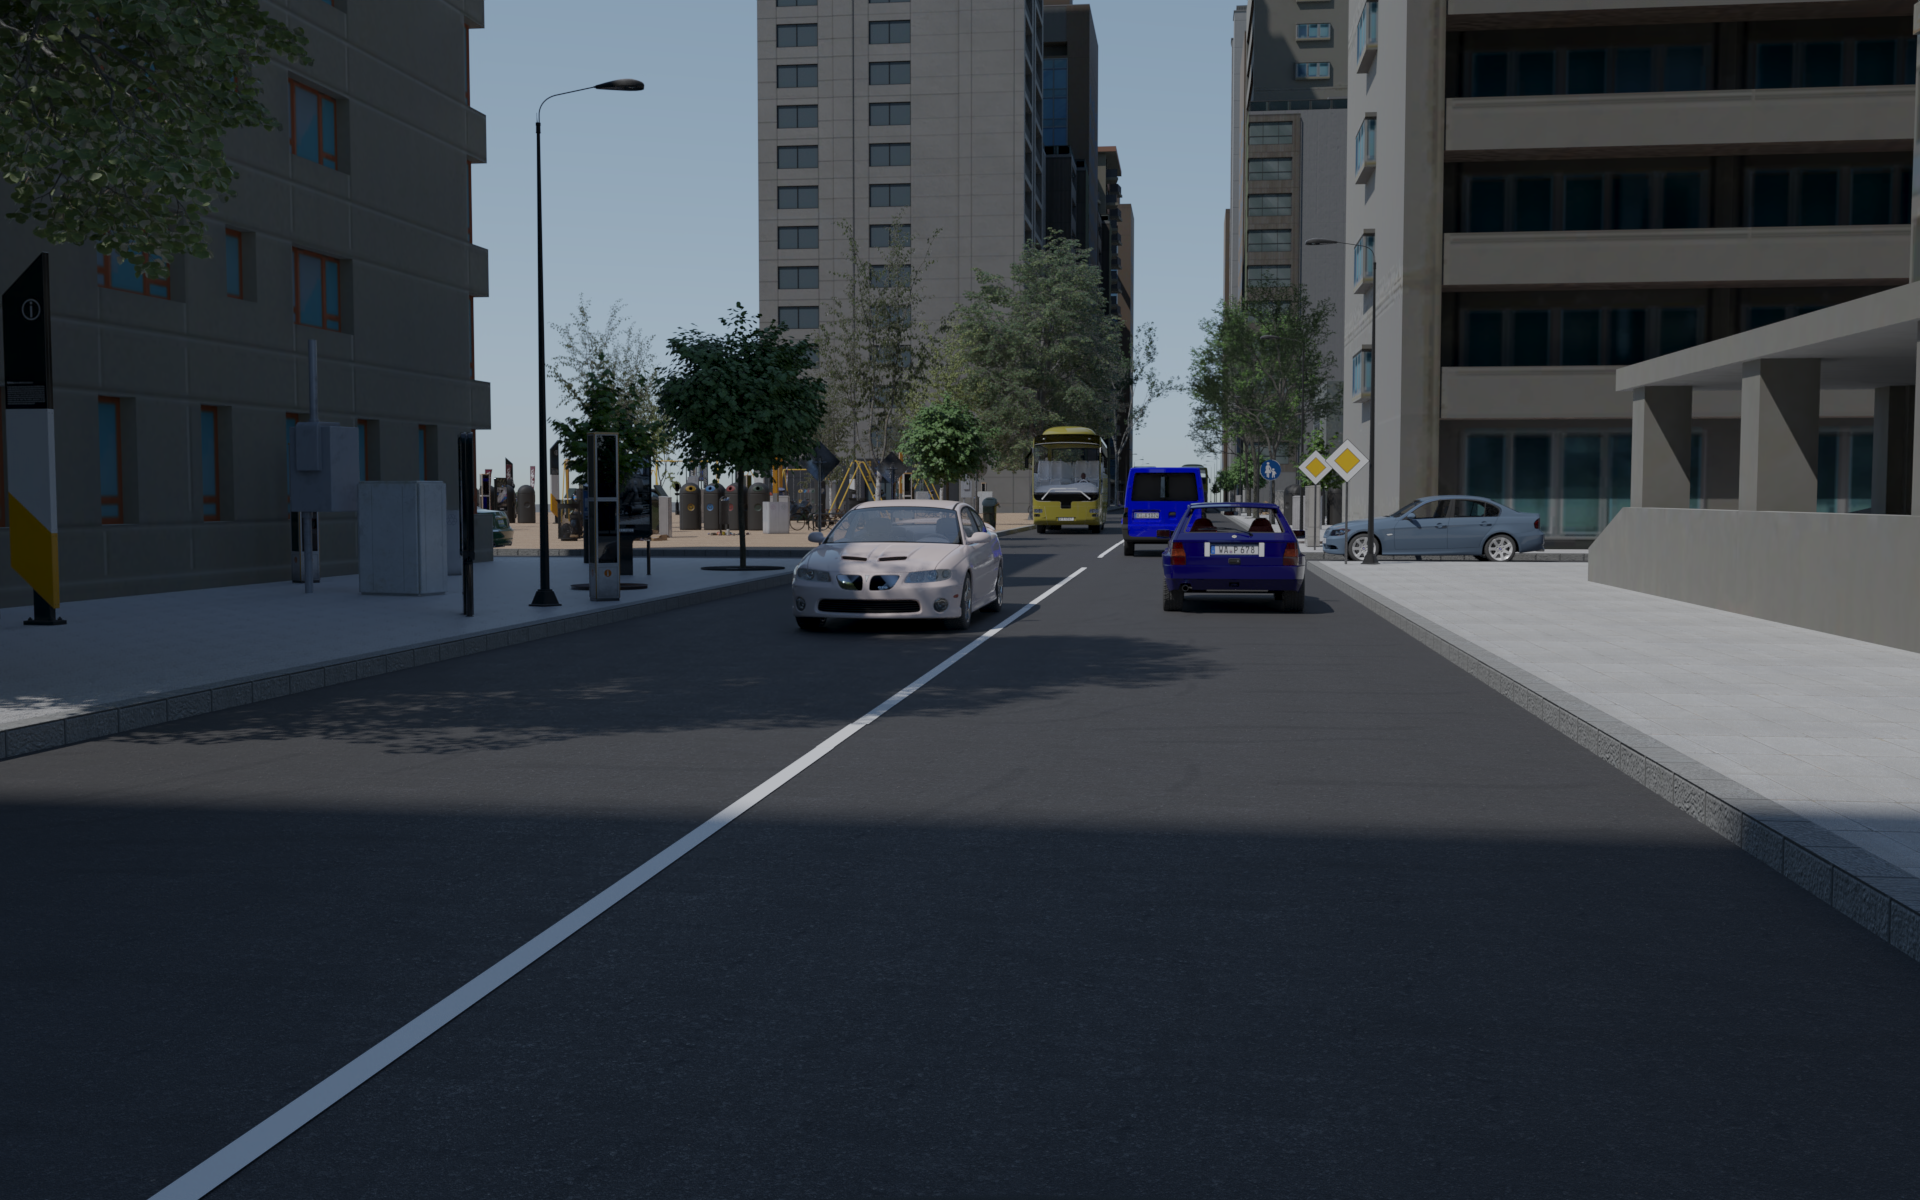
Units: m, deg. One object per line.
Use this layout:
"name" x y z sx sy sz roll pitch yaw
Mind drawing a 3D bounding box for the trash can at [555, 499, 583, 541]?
"trash can" -10.679 -2.181 47.309 0.748 1.137 0.748 0 3 0

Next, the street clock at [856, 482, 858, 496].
"street clock" -6.270 -6.087 104.095 0.358 2.002 0.471 -1 4 -9

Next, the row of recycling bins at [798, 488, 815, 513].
"row of recycling bins" -9.873 -6.601 115.043 1.069 1.692 3.534 -2 4 -24

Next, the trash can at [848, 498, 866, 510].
"trash can" -4.004 -3.416 67.497 0.748 1.137 0.748 0 3 0

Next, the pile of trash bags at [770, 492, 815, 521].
"pile of trash bags" -8.579 -4.558 84.281 1.912 1.369 3.447 -3 5 -41

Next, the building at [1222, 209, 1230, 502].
"building" 46.952 -37.477 262.858 14.600 45.320 14.200 0 4 8

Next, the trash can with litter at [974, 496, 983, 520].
"trash can with litter" 0.861 -4.590 86.105 1.678 1.210 2.233 -1 4 -21

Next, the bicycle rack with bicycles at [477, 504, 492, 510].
"bicycle rack with bicycles" -20.898 -3.693 73.768 2.852 0.926 2.925 0 4 -5

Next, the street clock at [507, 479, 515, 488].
"street clock" -21.401 -4.766 82.498 0.358 2.002 0.471 0 4 -2

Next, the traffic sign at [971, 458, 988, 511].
"traffic sign" 0.540 -3.525 57.732 0.768 2.556 0.104 1 4 14

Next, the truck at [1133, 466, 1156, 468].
"truck" 18.502 -11.229 173.357 2.967 4.110 18.799 0 4 6

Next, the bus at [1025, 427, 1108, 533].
"bus" 4.323 -4.596 66.692 2.896 3.916 12.252 0 4 6

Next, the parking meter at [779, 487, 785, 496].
"parking meter" -6.874 -3.536 66.220 0.372 1.533 0.369 0 3 0

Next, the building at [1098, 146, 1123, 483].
"building" 8.636 -34.242 214.472 22.147 44.769 28.867 0 4 8

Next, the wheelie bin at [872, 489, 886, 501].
"wheelie bin" -5.417 -6.659 116.777 0.980 1.594 0.693 -3 4 -36

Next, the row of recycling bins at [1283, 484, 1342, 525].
"row of recycling bins" 15.090 -3.927 71.315 3.534 1.692 1.069 -1 4 -9

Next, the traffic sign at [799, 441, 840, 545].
"traffic sign" -2.660 -1.788 32.882 0.795 2.450 0.064 0 4 8

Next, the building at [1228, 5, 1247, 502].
"building" 43.422 -40.903 210.769 21.231 58.520 28.212 0 4 8

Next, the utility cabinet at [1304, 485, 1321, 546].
"utility cabinet" 8.629 -2.066 42.465 0.318 1.500 1.173 0 4 8

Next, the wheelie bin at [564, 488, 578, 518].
"wheelie bin" -20.207 -5.041 90.324 0.980 1.594 0.693 3 5 39

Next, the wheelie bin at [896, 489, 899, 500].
"wheelie bin" -3.500 -5.869 103.859 0.980 1.594 0.693 0 4 -7

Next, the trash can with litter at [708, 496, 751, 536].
"trash can with litter" -7.102 -2.641 54.237 1.678 1.210 2.233 1 4 20

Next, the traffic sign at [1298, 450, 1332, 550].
"traffic sign" 8.100 -2.192 39.490 0.795 2.450 0.064 0 4 8

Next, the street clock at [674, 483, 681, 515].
"street clock" -17.374 -6.227 106.381 0.471 2.002 0.358 -3 5 -42

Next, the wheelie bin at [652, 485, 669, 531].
"wheelie bin" -10.271 -3.111 58.770 0.693 1.594 0.980 1 4 12

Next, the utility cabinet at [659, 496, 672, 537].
"utility cabinet" -8.728 -2.461 51.397 0.306 1.237 1.020 0 4 -4

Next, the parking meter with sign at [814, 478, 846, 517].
"parking meter with sign" -7.147 -6.060 95.336 1.738 3.016 0.543 0 4 -6

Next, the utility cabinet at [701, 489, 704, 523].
"utility cabinet" -11.170 -4.129 76.193 1.173 1.500 0.318 -3 4 -39

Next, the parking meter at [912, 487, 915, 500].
"parking meter" -1.821 -3.303 62.423 0.372 1.533 0.369 0 3 0

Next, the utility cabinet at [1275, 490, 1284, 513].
"utility cabinet" 19.405 -5.815 103.759 1.173 1.500 0.318 2 4 28

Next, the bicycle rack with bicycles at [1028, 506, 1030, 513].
"bicycle rack with bicycles" 5.935 -5.666 106.029 2.925 0.926 2.852 2 4 27

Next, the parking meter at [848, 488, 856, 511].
"parking meter" -4.882 -4.280 78.381 0.372 1.533 0.369 0 3 0

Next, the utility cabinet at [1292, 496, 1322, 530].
"utility cabinet" 12.575 -3.154 62.734 1.020 1.237 0.306 2 4 27

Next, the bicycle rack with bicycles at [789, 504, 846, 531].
"bicycle rack with bicycles" -4.520 -2.897 60.744 2.925 0.926 2.852 -1 4 -9

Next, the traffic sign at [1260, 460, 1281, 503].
"traffic sign" 11.467 -3.907 63.985 0.768 2.556 0.104 1 4 15

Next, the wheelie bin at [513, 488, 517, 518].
"wheelie bin" -23.919 -5.123 91.671 0.980 1.594 0.693 -3 5 -44

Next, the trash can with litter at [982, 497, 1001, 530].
"trash can with litter" 1.049 -3.043 61.138 0.624 1.170 1.055 1 4 11

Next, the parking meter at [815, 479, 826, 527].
"parking meter" -5.368 -3.728 66.659 0.255 1.863 0.399 3 4 36

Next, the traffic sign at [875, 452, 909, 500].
"traffic sign" -1.606 -2.273 40.798 0.795 2.450 0.064 0 4 8

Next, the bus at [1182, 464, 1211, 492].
"bus" 18.973 -9.165 141.395 2.896 3.916 12.252 1 4 8

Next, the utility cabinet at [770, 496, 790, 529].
"utility cabinet" -6.847 -3.252 64.327 1.020 1.237 0.306 0 4 5

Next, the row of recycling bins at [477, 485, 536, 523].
"row of recycling bins" -20.329 -4.225 76.189 3.534 1.692 1.069 1 4 13

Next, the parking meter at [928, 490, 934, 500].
"parking meter" -1.941 -6.553 115.559 0.372 1.533 0.369 0 3 0

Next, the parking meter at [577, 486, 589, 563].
"parking meter" -6.806 -1.452 32.145 0.372 1.533 0.369 0 3 0

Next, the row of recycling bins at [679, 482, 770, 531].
"row of recycling bins" -8.335 -3.317 61.344 3.534 1.692 1.069 1 4 20

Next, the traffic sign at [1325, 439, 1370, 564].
"traffic sign" 7.046 -1.708 31.574 0.795 2.450 0.064 0 4 8
